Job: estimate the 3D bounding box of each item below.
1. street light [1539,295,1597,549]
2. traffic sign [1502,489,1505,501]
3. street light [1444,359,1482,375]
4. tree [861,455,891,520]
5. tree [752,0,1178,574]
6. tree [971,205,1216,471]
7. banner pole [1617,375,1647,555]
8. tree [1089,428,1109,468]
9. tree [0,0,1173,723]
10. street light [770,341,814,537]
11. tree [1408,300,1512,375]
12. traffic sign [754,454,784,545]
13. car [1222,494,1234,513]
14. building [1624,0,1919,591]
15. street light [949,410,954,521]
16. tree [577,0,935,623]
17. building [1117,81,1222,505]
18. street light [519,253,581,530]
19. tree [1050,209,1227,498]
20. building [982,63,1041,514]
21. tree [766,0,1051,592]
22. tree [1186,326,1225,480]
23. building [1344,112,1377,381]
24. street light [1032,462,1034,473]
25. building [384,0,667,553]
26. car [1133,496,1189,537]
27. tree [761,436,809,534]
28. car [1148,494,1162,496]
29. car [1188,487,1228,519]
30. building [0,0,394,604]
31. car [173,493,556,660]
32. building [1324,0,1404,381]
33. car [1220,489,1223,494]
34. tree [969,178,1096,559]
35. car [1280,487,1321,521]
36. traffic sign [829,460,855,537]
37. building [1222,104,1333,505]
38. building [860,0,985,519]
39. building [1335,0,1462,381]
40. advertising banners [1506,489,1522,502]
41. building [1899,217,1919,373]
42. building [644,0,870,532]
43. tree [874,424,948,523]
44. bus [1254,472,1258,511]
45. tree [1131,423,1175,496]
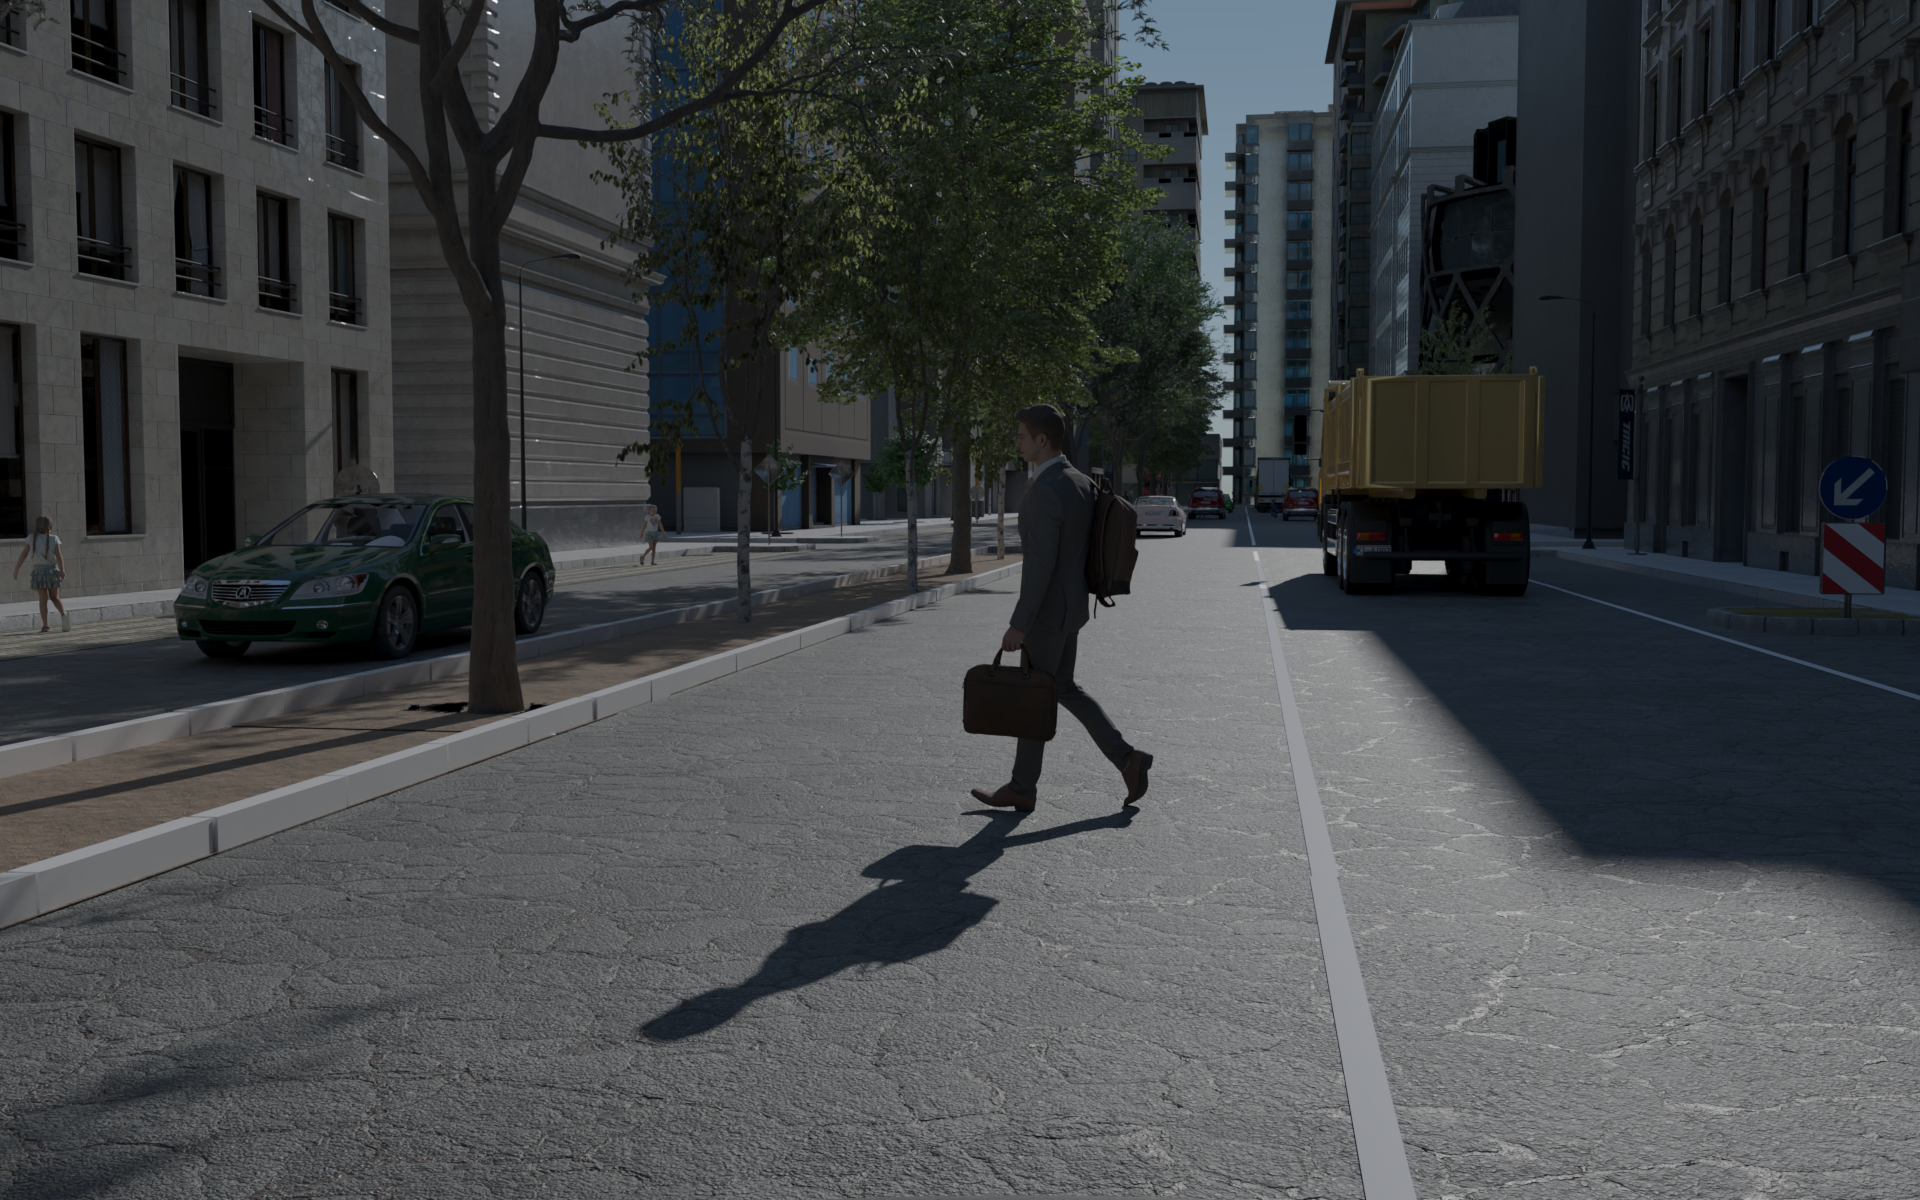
[{"bbox_3d":[14.181,-4.153,40.435,1.470,5.913,1.316,1,4,9],"label":"street light"},{"bbox_3d":[12.792,-2.273,40.800,0.795,2.450,0.064,1,4,9],"label":"traffic sign"},{"bbox_3d":[17.323,-5.325,59.609,1.470,5.913,1.316,1,4,9],"label":"street light"},{"bbox_3d":[-4.211,-5.603,86.202,1.663,3.219,1.824,0,3,0],"label":"tree"},{"bbox_3d":[-0.021,-6.769,31.250,7.486,12.596,7.792,0,3,0],"label":"tree"},{"bbox_3d":[3.760,-7.157,53.881,8.767,10.594,7.601,1,4,9],"label":"tree"},{"bbox_3d":[14.123,-2.839,36.441,0.863,3.779,0.401,-2,4,-27],"label":"banner pole"},{"bbox_3d":[13.729,-13.973,178.819,4.737,8.622,4.395,0,3,0],"label":"tree"},{"bbox_3d":[-3.041,-5.993,10.809,12.009,13.543,11.850,0,3,0],"label":"tree"},{"bbox_3d":[-4.971,-4.837,51.619,1.470,5.913,1.316,1,4,9],"label":"street light"},{"bbox_3d":[19.360,-7.126,66.879,4.737,8.622,4.395,0,3,0],"label":"tree"},{"bbox_3d":[-4.816,-2.449,43.686,0.795,2.450,0.064,1,4,9],"label":"traffic sign"},{"bbox_3d":[19.906,-7.546,132.181,1.959,1.807,4.718,1,4,11],"label":"car"},{"bbox_3d":[18.716,-11.082,30.337,9.793,20.994,18.267,1,4,9],"label":"building"},{"bbox_3d":[0.207,-6.762,83.100,1.470,5.913,1.316,1,4,9],"label":"street light"},{"bbox_3d":[-2.374,-4.062,19.228,4.360,8.622,3.978,0,3,0],"label":"tree"},{"bbox_3d":[19.864,-38.774,223.199,27.495,52.752,28.713,1,4,9],"label":"building"},{"bbox_3d":[-7.977,-3.732,33.567,1.470,5.913,1.316,1,4,9],"label":"street light"},{"bbox_3d":[5.817,-8.212,62.478,9.928,11.665,9.643,0,3,0],"label":"tree"},{"bbox_3d":[-2.619,-21.058,116.001,14.160,30.474,14.107,1,4,9],"label":"building"},{"bbox_3d":[-0.688,-4.396,24.686,4.737,8.622,4.395,0,3,0],"label":"tree"},{"bbox_3d":[10.373,-10.594,93.804,7.486,12.596,7.792,0,3,0],"label":"tree"},{"bbox_3d":[36.717,-22.117,133.315,14.160,30.474,14.107,1,4,9],"label":"building"},{"bbox_3d":[5.386,-8.708,114.909,1.470,5.913,1.316,1,4,9],"label":"street light"},{"bbox_3d":[-17.785,-12.950,40.605,19.941,23.489,11.050,1,4,9],"label":"building"},{"bbox_3d":[6.727,-2.858,59.093,2.083,1.381,4.827,1,4,10],"label":"car"},{"bbox_3d":[-5.920,-3.719,55.412,1.663,3.219,1.824,0,3,0],"label":"tree"},{"bbox_3d":[17.566,-8.933,155.837,2.009,1.686,4.222,1,4,8],"label":"car"},{"bbox_3d":[14.248,-5.573,99.793,2.281,1.827,5.304,1,4,10],"label":"car"},{"bbox_3d":[-16.117,-10.201,21.541,10.420,20.320,16.860,1,4,9],"label":"building"},{"bbox_3d":[-5.496,-0.292,16.577,2.131,1.459,4.920,1,4,10],"label":"car"},{"bbox_3d":[53.048,-36.184,180.844,28.713,52.752,27.495,1,4,9],"label":"building"},{"bbox_3d":[20.267,-7.954,138.721,2.281,1.827,5.304,1,4,8],"label":"car"},{"bbox_3d":[0.912,-5.196,37.776,4.360,8.622,3.978,0,3,0],"label":"tree"},{"bbox_3d":[18.410,-5.173,93.257,2.281,1.827,5.304,1,4,10],"label":"car"},{"bbox_3d":[-3.529,-2.931,51.567,0.795,2.450,0.064,1,4,9],"label":"traffic sign"},{"bbox_3d":[48.184,-36.421,215.086,30.456,49.044,23.786,1,4,9],"label":"building"},{"bbox_3d":[-6.614,-25.100,93.976,14.154,41.232,14.086,1,4,9],"label":"building"},{"bbox_3d":[44.997,-30.503,153.347,22.147,44.769,28.867,1,4,9],"label":"building"},{"bbox_3d":[15.515,-3.185,48.269,0.090,3.025,2.074,0,4,4],"label":"advertising banners"},{"bbox_3d":[16.497,-11.442,6.150,14.314,24.678,30.058,1,4,9],"label":"building"},{"bbox_3d":[-11.677,-25.372,64.943,14.600,45.320,14.200,1,4,9],"label":"building"},{"bbox_3d":[-2.230,-5.773,78.109,4.285,4.588,4.351,0,3,0],"label":"tree"},{"bbox_3d":[27.188,-9.787,151.559,2.896,3.916,12.252,1,4,10],"label":"bus"},{"bbox_3d":[11.573,-9.066,101.055,4.360,8.622,3.978,0,3,0],"label":"tree"}]
